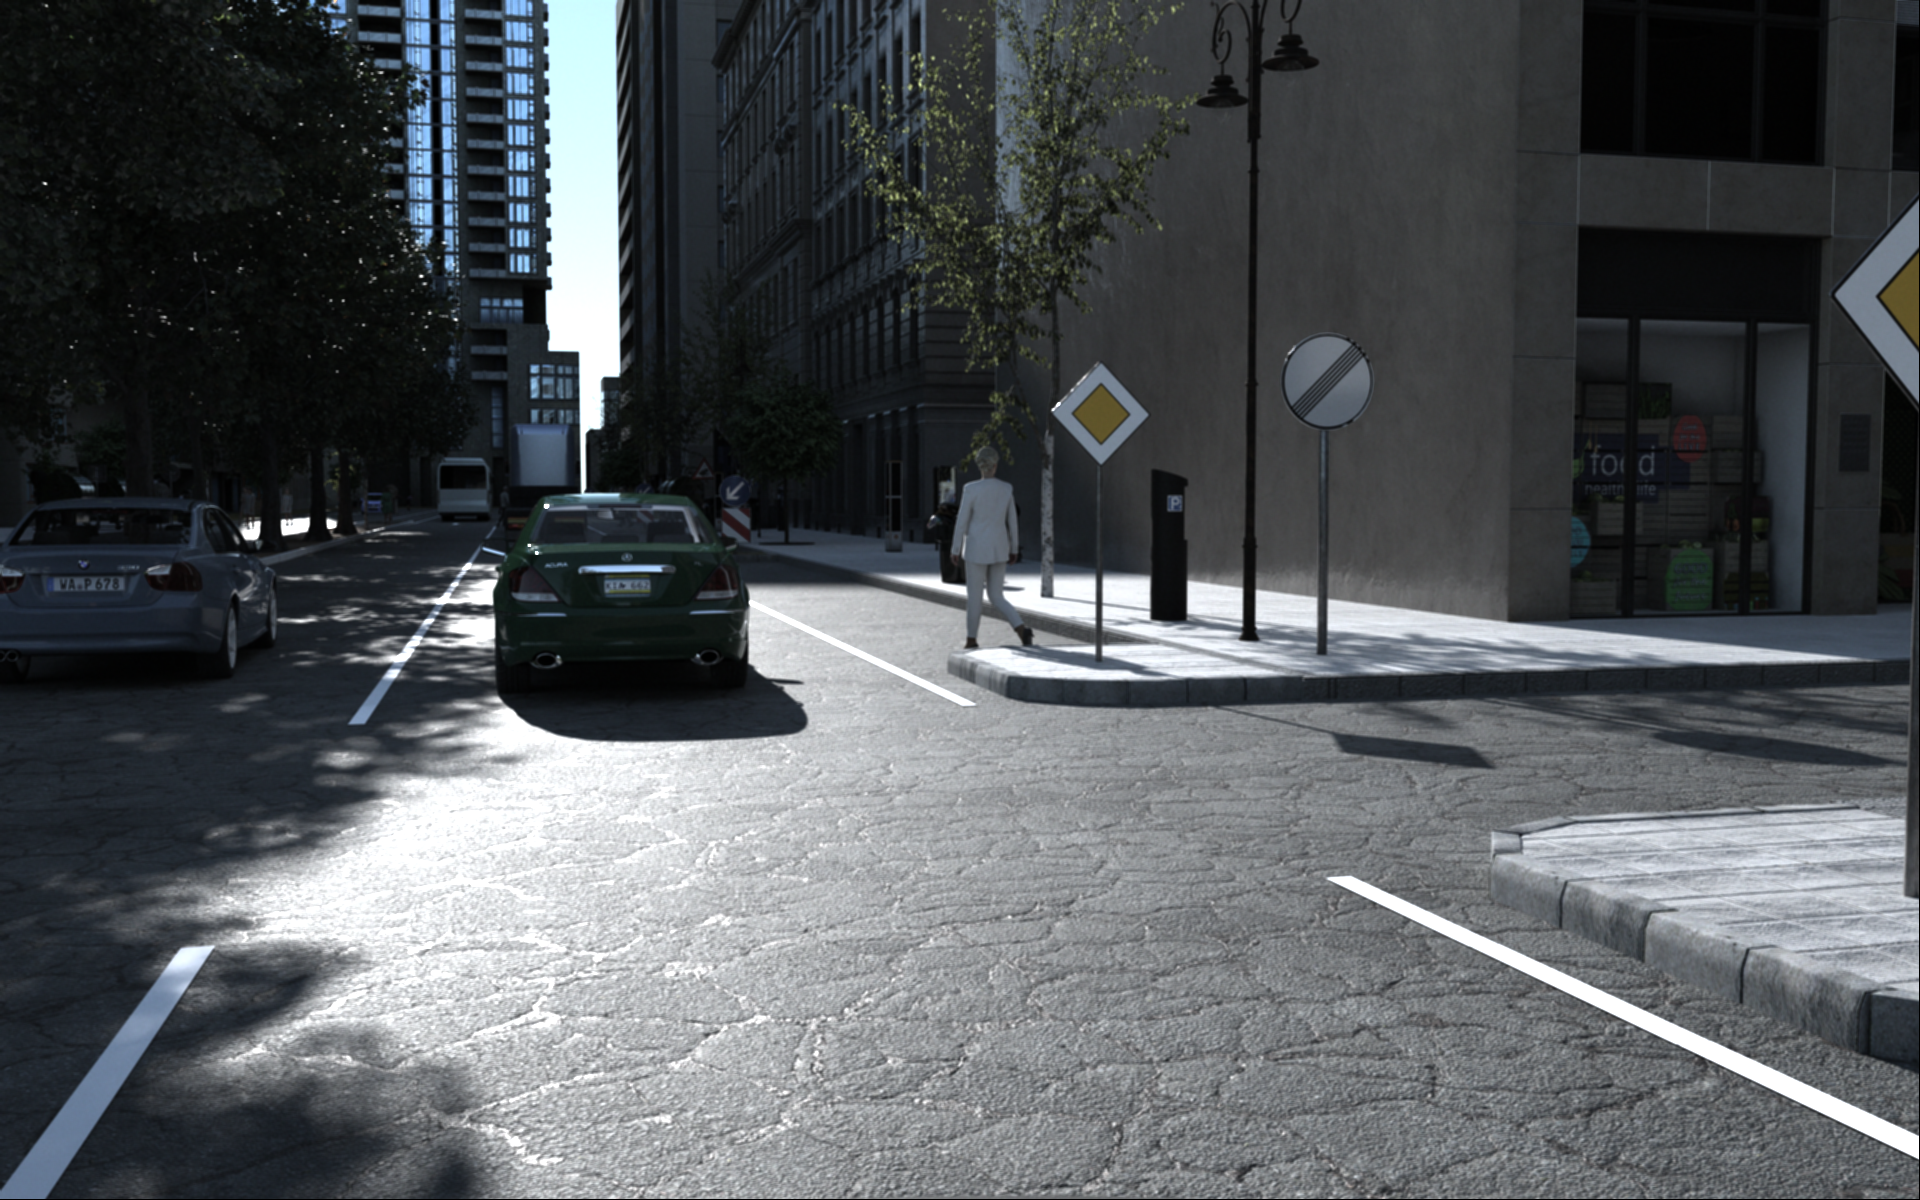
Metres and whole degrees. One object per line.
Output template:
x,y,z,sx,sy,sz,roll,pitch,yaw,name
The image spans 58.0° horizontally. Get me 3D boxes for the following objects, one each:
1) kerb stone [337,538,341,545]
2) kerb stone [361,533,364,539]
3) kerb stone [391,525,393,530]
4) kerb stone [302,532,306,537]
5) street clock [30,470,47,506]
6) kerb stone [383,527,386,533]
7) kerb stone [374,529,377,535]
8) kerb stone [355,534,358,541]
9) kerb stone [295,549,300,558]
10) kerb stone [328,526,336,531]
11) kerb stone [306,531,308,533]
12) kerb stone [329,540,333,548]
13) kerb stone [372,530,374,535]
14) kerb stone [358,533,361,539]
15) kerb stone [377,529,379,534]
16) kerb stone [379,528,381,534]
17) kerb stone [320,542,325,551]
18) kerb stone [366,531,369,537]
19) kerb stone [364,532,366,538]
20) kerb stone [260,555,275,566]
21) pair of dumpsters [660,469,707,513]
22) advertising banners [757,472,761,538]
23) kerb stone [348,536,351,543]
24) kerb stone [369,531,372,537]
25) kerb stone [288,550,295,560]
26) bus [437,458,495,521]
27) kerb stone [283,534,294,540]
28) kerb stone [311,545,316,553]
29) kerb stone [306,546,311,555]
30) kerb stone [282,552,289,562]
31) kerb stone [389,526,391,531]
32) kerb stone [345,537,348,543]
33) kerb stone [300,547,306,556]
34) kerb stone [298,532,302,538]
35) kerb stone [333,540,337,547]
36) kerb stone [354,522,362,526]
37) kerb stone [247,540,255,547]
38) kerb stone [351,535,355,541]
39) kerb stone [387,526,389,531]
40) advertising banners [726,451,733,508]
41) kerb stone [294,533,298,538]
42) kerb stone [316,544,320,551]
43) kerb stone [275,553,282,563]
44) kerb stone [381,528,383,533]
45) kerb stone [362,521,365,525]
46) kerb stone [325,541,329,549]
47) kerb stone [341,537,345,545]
-17.273,-1.567,47.808,0.120,0.150,1.000,-1,4,-14,kerb stone
-19.036,-1.991,54.750,0.120,0.150,1.000,-1,4,-14,kerb stone
-22.332,-2.781,67.663,0.120,0.150,1.000,-1,4,-14,kerb stone
-21.852,-2.145,57.274,0.120,0.150,1.000,-1,4,-14,kerb stone
-28.074,-2.950,52.800,0.471,2.002,0.358,2,4,28,street clock
-21.322,-2.535,63.699,0.120,0.150,1.000,-1,4,-14,kerb stone
-20.309,-2.296,59.734,0.120,0.150,1.000,-1,4,-14,kerb stone
-18.532,-1.870,52.764,0.120,0.150,1.000,-1,4,-14,kerb stone
-14.987,-1.019,38.861,0.120,0.150,1.000,-1,4,-14,kerb stone
-24.383,-2.753,67.199,0.120,0.150,1.000,-1,4,-14,kerb stone
-22.104,-2.206,58.265,0.120,0.150,1.000,-1,4,-14,kerb stone
-16.767,-1.444,45.814,0.120,0.150,1.000,-1,4,-14,kerb stone
-20.054,-2.235,58.736,0.120,0.150,1.000,-1,4,-14,kerb stone
-18.787,-1.930,53.758,0.120,0.150,1.000,-1,4,-14,kerb stone
-20.565,-2.357,60.726,0.120,0.150,1.000,-1,4,-14,kerb stone
-20.818,-2.417,61.717,0.120,0.150,1.000,-1,4,-14,kerb stone
-16.248,-1.322,43.836,0.120,0.150,1.000,-1,4,-14,kerb stone
-19.551,-2.112,56.742,0.120,0.150,1.000,-1,4,-14,kerb stone
-19.294,-2.052,55.739,0.120,0.150,1.000,-1,4,-14,kerb stone
-13.975,-0.772,34.882,0.120,0.150,1.000,-1,4,-14,kerb stone
-10.996,-4.065,68.951,1.574,2.255,4.437,-1,4,-14,pair of dumpsters
-5.982,-3.391,51.631,0.090,3.025,2.074,0,4,-5,advertising banners
-18.031,-1.748,50.781,0.120,0.150,1.000,-1,4,-14,kerb stone
-19.806,-2.174,57.743,0.120,0.150,1.000,-1,4,-14,kerb stone
-14.727,-0.958,37.866,0.120,0.150,1.000,-1,4,-14,kerb stone
-27.056,-6.124,94.984,2.948,3.499,13.247,-1,4,-14,bus
-21.086,-1.963,54.290,0.120,0.150,1.000,-1,4,-14,kerb stone
-15.744,-1.202,41.845,0.120,0.150,1.000,-1,4,-14,kerb stone
-15.500,-1.141,40.845,0.120,0.150,1.000,-1,4,-14,kerb stone
-14.474,-0.898,36.872,0.120,0.150,1.000,-1,4,-14,kerb stone
-22.084,-2.720,66.671,0.120,0.150,1.000,-1,4,-14,kerb stone
-17.773,-1.688,49.791,0.120,0.150,1.000,-1,4,-14,kerb stone
-15.238,-1.080,39.857,0.120,0.150,1.000,-1,4,-14,kerb stone
-21.595,-2.078,56.277,0.120,0.150,1.000,-1,4,-14,kerb stone
-17.018,-1.505,46.807,0.120,0.150,1.000,-1,4,-14,kerb stone
-27.179,-3.420,78.126,0.120,0.150,1.000,-1,4,-14,kerb stone
-19.318,-1.532,47.312,0.120,0.150,1.000,-1,4,-14,kerb stone
-18.277,-1.809,51.773,0.120,0.150,1.000,-1,4,-14,kerb stone
-21.832,-2.659,65.679,0.120,0.150,1.000,-1,4,-14,kerb stone
-8.813,-4.296,66.421,0.090,3.025,2.074,0,4,-1,advertising banners
-21.347,-2.020,55.285,0.120,0.150,1.000,-1,4,-14,kerb stone
-16.002,-1.261,42.835,0.120,0.150,1.000,-1,4,-14,kerb stone
-14.227,-0.830,35.879,0.120,0.150,1.000,-1,4,-14,kerb stone
-21.074,-2.478,62.707,0.120,0.150,1.000,-1,4,-14,kerb stone
-27.425,-3.482,79.122,0.120,0.150,1.000,-1,4,-14,kerb stone
-16.512,-1.381,44.824,0.120,0.150,1.000,-1,4,-14,kerb stone
-17.513,-1.625,48.802,0.120,0.150,1.000,-1,4,-14,kerb stone
